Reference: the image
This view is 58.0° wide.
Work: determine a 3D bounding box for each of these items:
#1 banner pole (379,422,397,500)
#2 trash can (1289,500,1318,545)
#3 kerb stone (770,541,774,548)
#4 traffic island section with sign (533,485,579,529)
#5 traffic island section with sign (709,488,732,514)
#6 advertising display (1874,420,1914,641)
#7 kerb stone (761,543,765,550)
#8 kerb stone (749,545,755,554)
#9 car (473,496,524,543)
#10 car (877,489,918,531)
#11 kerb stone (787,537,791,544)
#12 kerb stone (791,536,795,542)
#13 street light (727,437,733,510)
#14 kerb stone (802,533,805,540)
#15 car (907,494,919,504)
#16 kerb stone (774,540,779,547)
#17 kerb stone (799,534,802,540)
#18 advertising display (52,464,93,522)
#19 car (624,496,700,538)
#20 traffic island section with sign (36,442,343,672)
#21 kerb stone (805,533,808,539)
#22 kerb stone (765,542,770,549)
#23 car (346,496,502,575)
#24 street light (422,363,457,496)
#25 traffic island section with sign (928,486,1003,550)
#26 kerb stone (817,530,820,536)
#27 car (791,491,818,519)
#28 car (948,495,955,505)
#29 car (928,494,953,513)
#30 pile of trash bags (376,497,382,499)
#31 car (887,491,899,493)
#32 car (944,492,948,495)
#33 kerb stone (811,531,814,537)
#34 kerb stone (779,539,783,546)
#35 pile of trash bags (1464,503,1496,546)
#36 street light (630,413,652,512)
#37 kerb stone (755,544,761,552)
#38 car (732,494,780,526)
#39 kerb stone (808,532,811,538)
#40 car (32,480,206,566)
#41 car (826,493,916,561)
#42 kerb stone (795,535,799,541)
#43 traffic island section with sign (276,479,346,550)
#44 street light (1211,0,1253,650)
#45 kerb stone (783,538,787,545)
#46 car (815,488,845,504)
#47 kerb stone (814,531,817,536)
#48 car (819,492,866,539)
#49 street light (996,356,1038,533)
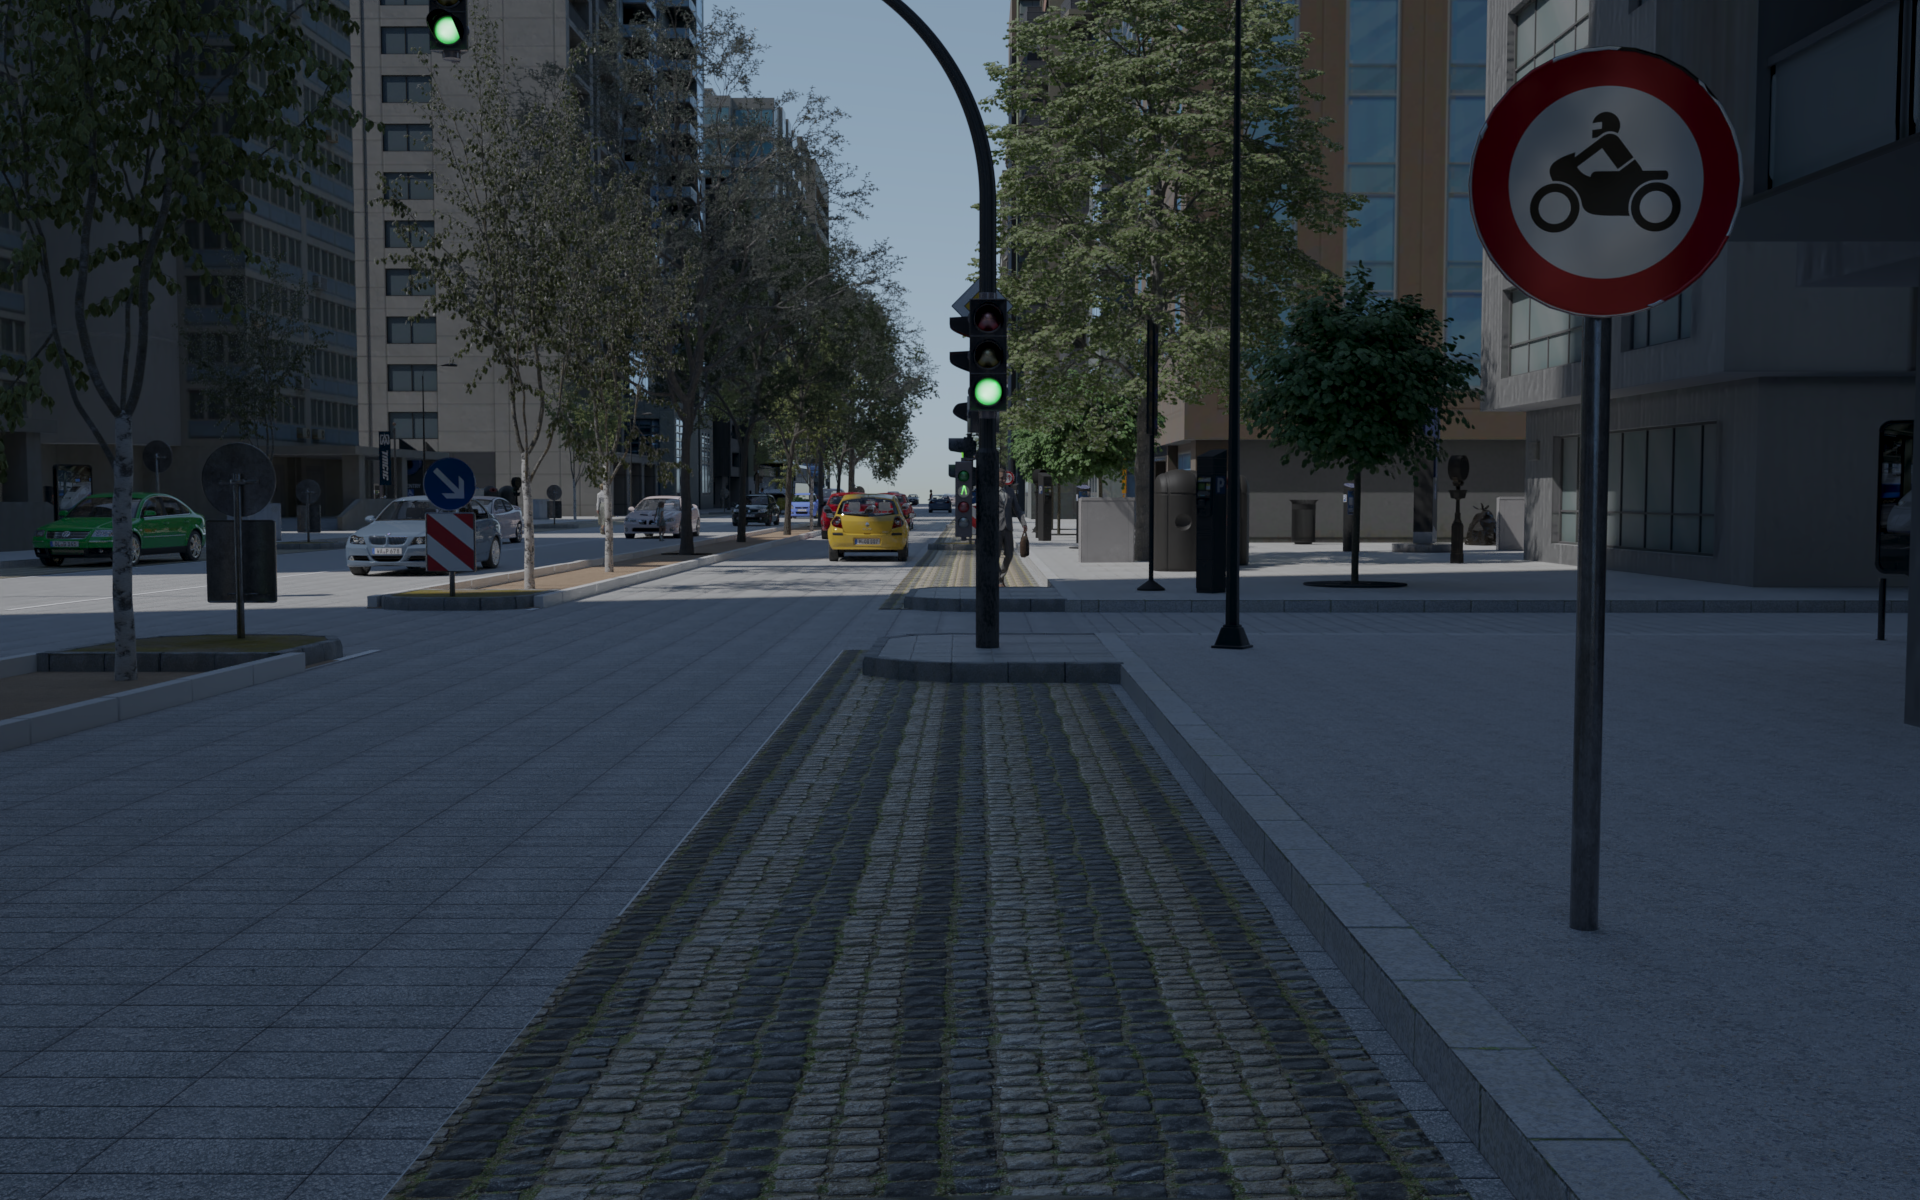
[{"bbox_3d":[-19.936,-4.312,60.523,0.863,3.779,0.401,1,4,14],"label":"banner pole"},{"bbox_3d":[8.748,-1.985,44.109,0.748,1.137,0.748,0,3,0],"label":"trash can"},{"bbox_3d":[-5.094,-1.445,45.824,0.120,0.150,1.000,0,4,0],"label":"kerb stone"},{"bbox_3d":[-17.008,-3.894,72.296,1.989,1.847,2.006,0,4,0],"label":"traffic island section with sign"},{"bbox_3d":[-16.611,-6.940,122.102,1.989,1.847,2.006,0,4,0],"label":"traffic island section with sign"},{"bbox_3d":[8.404,-0.590,14.861,0.974,1.923,0.123,3,5,42],"label":"advertising display"},{"bbox_3d":[-5.105,-1.320,43.772,0.120,0.150,1.000,0,4,0],"label":"kerb stone"},{"bbox_3d":[-5.122,-1.188,41.723,0.120,0.150,1.000,0,4,0],"label":"kerb stone"},{"bbox_3d":[-13.886,-2.275,49.565,2.083,1.381,4.827,0,4,2],"label":"car"},{"bbox_3d":[-2.792,-3.692,69.396,2.155,1.783,4.494,0,4,0],"label":"car"},{"bbox_3d":[-5.054,-1.696,49.930,0.120,0.150,1.000,0,4,0],"label":"kerb stone"},{"bbox_3d":[-5.049,-1.756,50.954,0.120,0.150,1.000,0,4,0],"label":"kerb stone"},{"bbox_3d":[-17.909,-10.120,138.005,1.470,5.913,1.316,0,4,0],"label":"street light"},{"bbox_3d":[-5.009,-1.942,54.034,0.120,0.150,1.000,0,4,0],"label":"kerb stone"},{"bbox_3d":[-6.876,-14.873,252.965,2.009,1.686,4.222,0,4,1],"label":"car"},{"bbox_3d":[-5.076,-1.508,46.850,0.120,0.150,1.000,0,4,0],"label":"kerb stone"},{"bbox_3d":[-5.030,-1.882,53.005,0.120,0.150,1.000,0,4,0],"label":"kerb stone"},{"bbox_3d":[-19.177,-1.973,37.474,0.123,1.923,0.974,1,4,18],"label":"advertising display"},{"bbox_3d":[-9.850,-2.762,57.522,2.083,1.381,4.827,0,4,2],"label":"car"},{"bbox_3d":[-6.412,-0.408,14.801,2.006,1.907,1.989,0,4,0],"label":"traffic island section with sign"},{"bbox_3d":[-5.011,-2.010,55.056,0.120,0.150,1.000,0,4,0],"label":"kerb stone"},{"bbox_3d":[-5.098,-1.382,44.794,0.120,0.150,1.000,0,4,0],"label":"kerb stone"},{"bbox_3d":[-9.822,-1.227,32.069,2.014,1.417,4.499,0,4,2],"label":"car"},{"bbox_3d":[-18.542,-5.450,61.656,1.470,5.913,1.316,0,4,0],"label":"street light"},{"bbox_3d":[0.170,-2.208,44.735,1.989,1.847,2.006,0,4,0],"label":"traffic island section with sign"},{"bbox_3d":[-4.976,-2.261,59.158,0.120,0.150,1.000,0,4,0],"label":"kerb stone"},{"bbox_3d":[-9.067,-5.596,101.084,1.945,1.707,3.694,0,3,0],"label":"car"},{"bbox_3d":[-1.107,-11.196,195.411,2.083,1.381,4.827,0,4,-1],"label":"car"},{"bbox_3d":[-1.515,-7.412,133.194,2.014,1.417,4.499,0,4,1],"label":"car"},{"bbox_3d":[-28.106,-4.646,85.719,1.912,1.369,3.447,1,4,9],"label":"pile of trash bags"},{"bbox_3d":[-8.537,-13.006,221.326,2.281,1.827,5.304,0,4,-1],"label":"car"},{"bbox_3d":[-1.768,-14.851,252.407,1.945,1.707,3.694,0,4,2],"label":"car"},{"bbox_3d":[-4.996,-2.135,57.107,0.120,0.150,1.000,0,4,0],"label":"kerb stone"},{"bbox_3d":[-5.071,-1.571,47.876,0.120,0.150,1.000,0,4,0],"label":"kerb stone"},{"bbox_3d":[14.513,-2.057,43.385,3.447,1.369,1.912,-1,4,-20],"label":"pile of trash bags"},{"bbox_3d":[-18.261,-7.735,99.010,1.470,5.913,1.316,0,4,0],"label":"street light"},{"bbox_3d":[-5.108,-1.255,42.748,0.120,0.150,1.000,0,4,0],"label":"kerb stone"},{"bbox_3d":[-9.269,-4.214,78.688,2.009,1.686,4.222,0,4,2],"label":"car"},{"bbox_3d":[-5.004,-2.073,56.081,0.120,0.150,1.000,0,4,0],"label":"kerb stone"},{"bbox_3d":[-17.173,-1.635,35.536,1.959,1.807,4.718,0,4,0],"label":"car"},{"bbox_3d":[-1.986,-1.718,38.313,2.015,1.641,3.980,0,4,-1],"label":"car"},{"bbox_3d":[-5.033,-1.822,51.983,0.120,0.150,1.000,0,4,0],"label":"kerb stone"},{"bbox_3d":[-17.242,-2.246,45.342,1.989,1.847,2.006,0,4,0],"label":"traffic island section with sign"},{"bbox_3d":[1.731,-2.554,14.292,1.470,5.913,1.316,0,4,0],"label":"street light"},{"bbox_3d":[-5.059,-1.628,48.909,0.120,0.150,1.000,0,4,0],"label":"kerb stone"},{"bbox_3d":[-8.322,-6.335,112.256,2.281,1.827,5.304,0,3,0],"label":"car"},{"bbox_3d":[-4.985,-2.198,58.136,0.120,0.150,1.000,0,4,0],"label":"kerb stone"},{"bbox_3d":[-3.532,-2.893,56.338,2.155,1.783,4.494,0,4,-1],"label":"car"},{"bbox_3d":[2.020,-5.200,57.557,1.470,5.913,1.316,0,4,0],"label":"street light"}]
